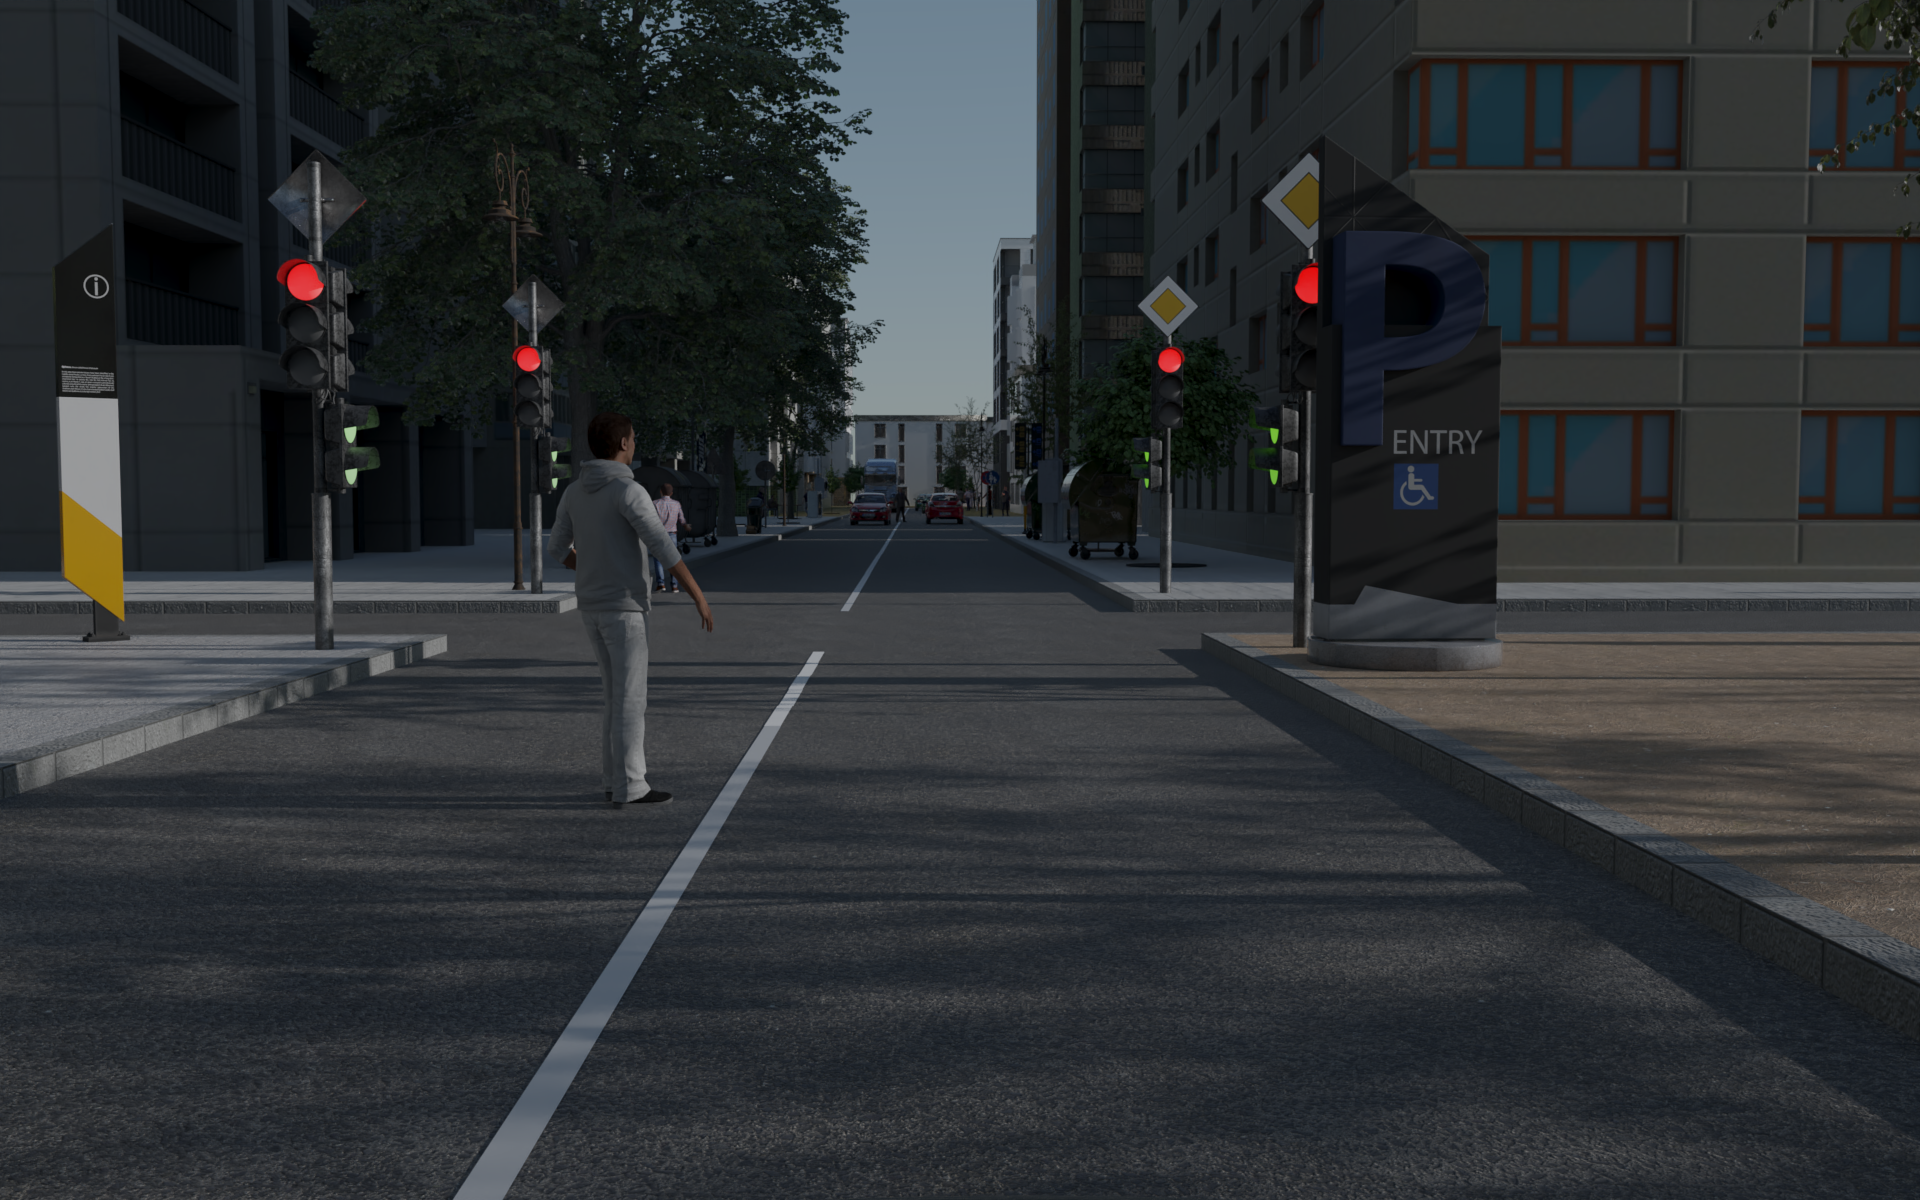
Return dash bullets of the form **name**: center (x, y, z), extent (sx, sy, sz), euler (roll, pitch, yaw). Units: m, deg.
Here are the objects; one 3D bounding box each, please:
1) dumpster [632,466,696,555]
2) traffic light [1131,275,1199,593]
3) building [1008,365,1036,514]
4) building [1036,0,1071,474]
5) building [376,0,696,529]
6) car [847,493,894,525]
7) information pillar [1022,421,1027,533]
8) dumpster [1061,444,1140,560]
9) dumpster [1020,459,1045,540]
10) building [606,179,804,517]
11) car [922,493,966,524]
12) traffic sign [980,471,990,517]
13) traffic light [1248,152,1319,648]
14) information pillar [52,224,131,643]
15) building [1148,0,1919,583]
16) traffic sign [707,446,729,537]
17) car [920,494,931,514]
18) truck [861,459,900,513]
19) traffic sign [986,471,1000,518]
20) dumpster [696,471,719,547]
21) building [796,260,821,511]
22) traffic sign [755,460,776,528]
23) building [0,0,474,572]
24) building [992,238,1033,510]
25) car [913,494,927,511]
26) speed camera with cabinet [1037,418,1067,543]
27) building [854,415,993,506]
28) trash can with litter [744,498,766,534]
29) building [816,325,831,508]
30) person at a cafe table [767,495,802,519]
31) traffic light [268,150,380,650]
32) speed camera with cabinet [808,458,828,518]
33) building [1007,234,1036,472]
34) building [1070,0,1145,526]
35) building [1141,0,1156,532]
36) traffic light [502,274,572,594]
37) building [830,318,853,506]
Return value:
- **dumpster**: center (-6.307, -1.853, 36.057), extent (1.264, 1.857, 1.865), euler (0, 4, -2)
- **traffic light**: center (2.649, -2.047, 22.386), extent (0.839, 4.253, 0.868), euler (0, 4, -1)
- **building**: center (8.400, -10.430, 112.680), extent (9.099, 9.664, 28.070), euler (0, 4, -1)
- **building**: center (11.362, -26.912, 90.122), extent (14.600, 45.320, 14.200), euler (0, 4, -1)
- **building**: center (-27.353, -22.982, 67.639), extent (32.217, 40.220, 23.993), euler (0, 4, -1)
- **car**: center (-4.155, -4.385, 80.732), extent (2.155, 1.783, 4.494), euler (0, 4, 0)
- **information pillar**: center (2.105, -3.952, 55.968), extent (0.183, 3.616, 0.504), euler (0, 3, 0)
- **dumpster**: center (2.830, -1.953, 34.421), extent (1.502, 2.255, 1.985), euler (0, 4, -1)
- **dumpster**: center (2.507, -2.827, 48.710), extent (1.502, 2.255, 1.985), euler (0, 4, -2)
- **building**: center (-19.629, -15.083, 113.066), extent (16.747, 18.905, 31.486), euler (0, 4, -1)
- **car**: center (-0.766, -4.572, 83.796), extent (2.155, 1.783, 4.494), euler (0, 4, -2)
- **traffic sign**: center (1.505, -5.794, 94.845), extent (0.768, 2.556, 0.104), euler (0, 4, 3)
- **traffic light**: center (2.846, -1.559, 14.403), extent (0.839, 4.253, 0.868), euler (0, 4, -1)
- **information pillar**: center (-7.516, -1.444, 14.964), extent (0.504, 3.616, 0.183), euler (-3, 5, -42)
- **building**: center (20.507, -11.832, 38.498), extent (28.899, 21.520, 27.650), euler (0, 4, -1)
- **traffic sign**: center (-6.712, -2.881, 47.101), extent (0.884, 2.594, 0.081), euler (1, 4, 8)
- **car**: center (-1.890, -7.092, 127.752), extent (2.131, 1.459, 4.920), euler (0, 4, -2)
- **truck**: center (-6.040, -9.087, 138.326), extent (2.967, 4.110, 18.799), euler (0, 4, 0)
- **traffic sign**: center (1.779, -5.752, 94.144), extent (0.768, 2.556, 0.104), euler (0, 4, 3)
- **dumpster**: center (-6.606, -2.237, 42.340), extent (1.264, 1.857, 1.865), euler (0, 4, -2)
- **building**: center (-19.765, -17.709, 145.957), extent (16.016, 20.091, 11.380), euler (0, 4, -1)
- **traffic sign**: center (-7.329, -3.984, 65.240), extent (0.768, 2.556, 0.104), euler (0, 4, -1)
- **building**: center (-22.284, -36.594, 36.564), extent (20.563, 71.187, 20.611), euler (0, 4, -1)
- **building**: center (16.765, -19.020, 154.955), extent (27.936, 21.610, 32.646), euler (0, 4, -1)
- **car**: center (-2.904, -8.297, 147.453), extent (2.131, 1.459, 4.920), euler (0, 4, -2)
- **speed camera with cabinet**: center (2.442, -3.147, 45.789), extent (0.660, 3.252, 2.038), euler (1, 4, 9)
- **building**: center (2.645, -15.066, 188.483), extent (28.070, 9.664, 9.099), euler (0, 4, -1)
- **trash can with litter**: center (-6.574, -2.700, 55.526), extent (0.624, 1.170, 1.055), euler (0, 4, 0)
- **building**: center (-28.258, -18.059, 161.720), extent (31.486, 18.905, 16.747), euler (0, 4, -1)
- **person at a cafe table**: center (-9.418, -4.901, 90.991), extent (1.726, 1.238, 1.698), euler (-2, 4, -25)
- **traffic light**: center (-5.232, -1.545, 14.189), extent (0.839, 4.253, 0.868), euler (0, 4, -1)
- **speed camera with cabinet**: center (-7.777, -6.137, 94.681), extent (0.660, 3.252, 2.038), euler (1, 4, 12)
- **building**: center (11.713, -16.863, 132.136), extent (16.016, 20.091, 11.380), euler (0, 4, -1)
- **building**: center (11.737, -24.005, 76.076), extent (14.154, 41.232, 14.086), euler (0, 4, -1)
- **building**: center (13.191, -17.672, 60.644), extent (14.160, 30.474, 14.107), euler (0, 4, -1)
- **traffic light**: center (-5.429, -2.034, 22.171), extent (0.839, 4.253, 0.868), euler (0, 4, -1)
- **building**: center (-17.825, -20.524, 191.988), extent (11.380, 20.091, 16.016), euler (0, 4, -1)
